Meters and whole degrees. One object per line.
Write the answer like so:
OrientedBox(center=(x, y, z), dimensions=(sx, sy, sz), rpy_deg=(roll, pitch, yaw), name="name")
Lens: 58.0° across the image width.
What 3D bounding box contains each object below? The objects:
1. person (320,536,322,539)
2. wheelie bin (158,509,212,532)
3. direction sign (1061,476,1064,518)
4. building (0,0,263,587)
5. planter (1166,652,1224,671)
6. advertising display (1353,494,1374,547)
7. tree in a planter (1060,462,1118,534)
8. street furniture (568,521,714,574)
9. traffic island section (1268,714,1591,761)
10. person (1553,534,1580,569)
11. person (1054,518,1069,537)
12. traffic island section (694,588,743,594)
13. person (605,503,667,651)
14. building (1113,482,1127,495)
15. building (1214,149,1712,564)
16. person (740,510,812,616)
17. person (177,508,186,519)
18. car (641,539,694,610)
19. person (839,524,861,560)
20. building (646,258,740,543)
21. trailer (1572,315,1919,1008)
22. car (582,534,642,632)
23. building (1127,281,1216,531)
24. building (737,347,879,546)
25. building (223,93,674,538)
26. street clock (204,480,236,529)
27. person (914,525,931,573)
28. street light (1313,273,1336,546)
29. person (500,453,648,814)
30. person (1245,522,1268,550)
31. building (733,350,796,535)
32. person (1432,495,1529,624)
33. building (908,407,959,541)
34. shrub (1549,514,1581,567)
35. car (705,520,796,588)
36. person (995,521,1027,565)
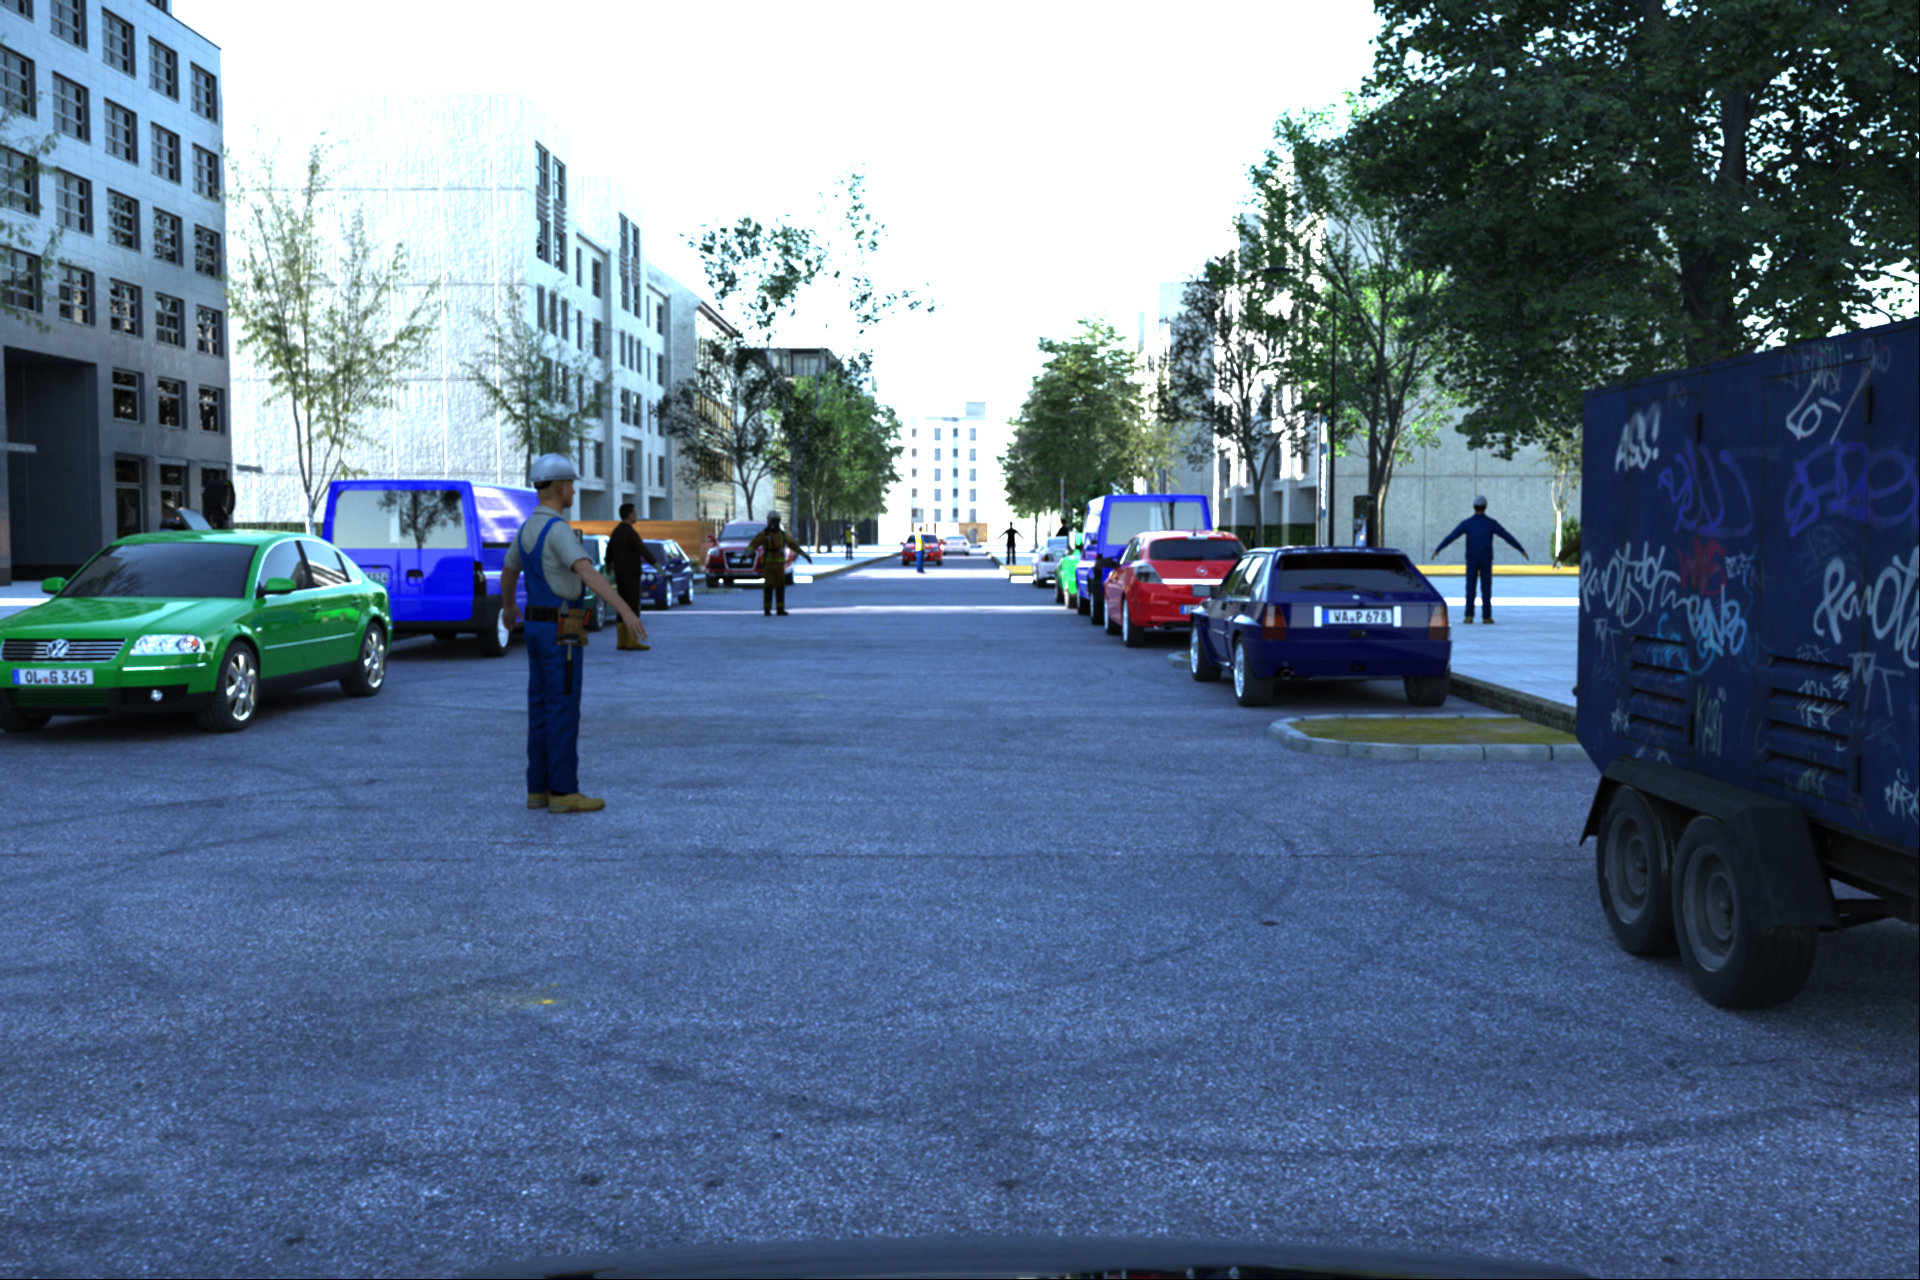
OrientedBox(center=(-19.245, -2.848, 52.837), dimensions=(0.705, 1.796, 1.348), rpy_deg=(1, 4, 10), name="person")
OrientedBox(center=(-9.834, -0.866, 22.072), dimensions=(0.693, 1.594, 0.980), rpy_deg=(0, 3, 0), name="wheelie bin")
OrientedBox(center=(4.018, -4.642, 67.897), dimensions=(0.379, 3.537, 0.876), rpy_deg=(0, 4, -1), name="direction sign")
OrientedBox(center=(-28.329, -13.822, 44.406), dimensions=(11.959, 24.771, 22.079), rpy_deg=(0, 4, 0), name="building")
OrientedBox(center=(3.296, 0.131, 18.996), dimensions=(1.991, 0.319, 1.994), rpy_deg=(0, 4, 1), name="planter")
OrientedBox(center=(6.653, -1.431, 28.606), dimensions=(0.123, 1.923, 0.974), rpy_deg=(0, 3, 0), name="advertising display")
OrientedBox(center=(3.401, -2.807, 43.117), dimensions=(1.991, 3.239, 1.994), rpy_deg=(0, 4, 0), name="tree in a planter")
OrientedBox(center=(-12.461, -3.186, 58.943), dimensions=(9.812, 1.723, 11.010), rpy_deg=(0, 4, 5), name="street furniture")
OrientedBox(center=(3.186, 0.668, 11.949), dimensions=(1.991, 0.108, 1.994), rpy_deg=(0, 4, -1), name="traffic island section")
OrientedBox(center=(6.757, -0.679, 17.881), dimensions=(1.217, 1.736, 0.721), rpy_deg=(1, 4, 23), name="person")
OrientedBox(center=(3.326, -3.084, 56.611), dimensions=(0.705, 1.806, 1.347), rpy_deg=(3, 4, 37), name="person")
OrientedBox(center=(-6.339, -1.181, 42.177), dimensions=(1.991, 0.108, 1.994), rpy_deg=(0, 3, 0), name="traffic island section")
OrientedBox(center=(-4.072, -0.783, 21.400), dimensions=(0.704, 1.812, 1.346), rpy_deg=(-3, 5, -41), name="person")
OrientedBox(center=(21.223, -17.169, 222.856), dimensions=(9.099, 9.664, 28.070), rpy_deg=(0, 4, 0), name="building")
OrientedBox(center=(23.643, -13.564, 88.225), dimensions=(16.747, 18.905, 31.486), rpy_deg=(0, 4, 0), name="building")
OrientedBox(center=(-3.260, -1.361, 30.473), dimensions=(1.354, 1.858, 0.705), rpy_deg=(-2, 4, -29), name="person")
OrientedBox(center=(-14.109, -1.514, 31.355), dimensions=(0.434, 1.755, 0.990), rpy_deg=(3, 4, 38), name="person")
OrientedBox(center=(-6.337, -1.310, 33.992), dimensions=(1.945, 1.354, 3.894), rpy_deg=(0, 4, 1), name="car")
OrientedBox(center=(-5.539, -4.929, 87.046), dimensions=(1.216, 1.772, 0.721), rpy_deg=(1, 4, 23), name="person")
OrientedBox(center=(-26.184, -17.712, 120.523), dimensions=(19.493, 23.208, 18.063), rpy_deg=(0, 3, 0), name="building")
OrientedBox(center=(2.975, 0.048, 6.262), dimensions=(1.471, 1.999, 3.904), rpy_deg=(0, 4, 0), name="trailer")
OrientedBox(center=(-6.182, -0.928, 26.970), dimensions=(2.131, 1.459, 4.920), rpy_deg=(0, 4, 0), name="car")
OrientedBox(center=(22.258, -16.094, 129.586), dimensions=(16.747, 18.905, 31.486), rpy_deg=(0, 4, 1), name="building")
OrientedBox(center=(-24.584, -22.136, 205.893), dimensions=(27.936, 21.610, 32.646), rpy_deg=(0, 4, 1), name="building")
OrientedBox(center=(-25.482, -13.407, 85.667), dimensions=(16.747, 18.905, 31.486), rpy_deg=(0, 4, 1), name="building")
OrientedBox(center=(-9.845, -1.132, 23.085), dimensions=(0.358, 2.002, 0.471), rpy_deg=(0, 4, 0), name="street clock")
OrientedBox(center=(-1.364, -3.312, 63.079), dimensions=(0.721, 1.772, 1.216), rpy_deg=(-2, 4, -28), name="person")
OrientedBox(center=(7.032, -3.524, 30.151), dimensions=(1.470, 5.913, 1.316), rpy_deg=(0, 4, 0), name="street light")
OrientedBox(center=(-2.085, -0.042, 9.008), dimensions=(0.705, 1.847, 1.347), rpy_deg=(-3, 5, -43), name="person")
OrientedBox(center=(14.311, -4.785, 84.009), dimensions=(0.705, 1.856, 1.354), rpy_deg=(-3, 5, -43), name="person")
OrientedBox(center=(-27.424, -21.336, 179.765), dimensions=(19.493, 23.208, 18.063), rpy_deg=(0, 4, 1), name="building")
OrientedBox(center=(7.468, -1.164, 24.905), dimensions=(1.347, 1.842, 0.705), rpy_deg=(1, 4, 21), name="person")
OrientedBox(center=(-7.100, -23.906, 249.743), dimensions=(11.380, 20.090, 16.016), rpy_deg=(0, 4, 7), name="building")
OrientedBox(center=(23.673, -3.862, 67.188), dimensions=(1.661, 2.075, 1.752), rpy_deg=(0, 3, 0), name="shrub")
OrientedBox(center=(-5.681, -2.367, 47.371), dimensions=(2.281, 1.827, 5.304), rpy_deg=(0, 3, 0), name="car")
OrientedBox(center=(2.141, -4.084, 72.715), dimensions=(1.347, 1.837, 0.705), rpy_deg=(0, 4, -6), name="person")
